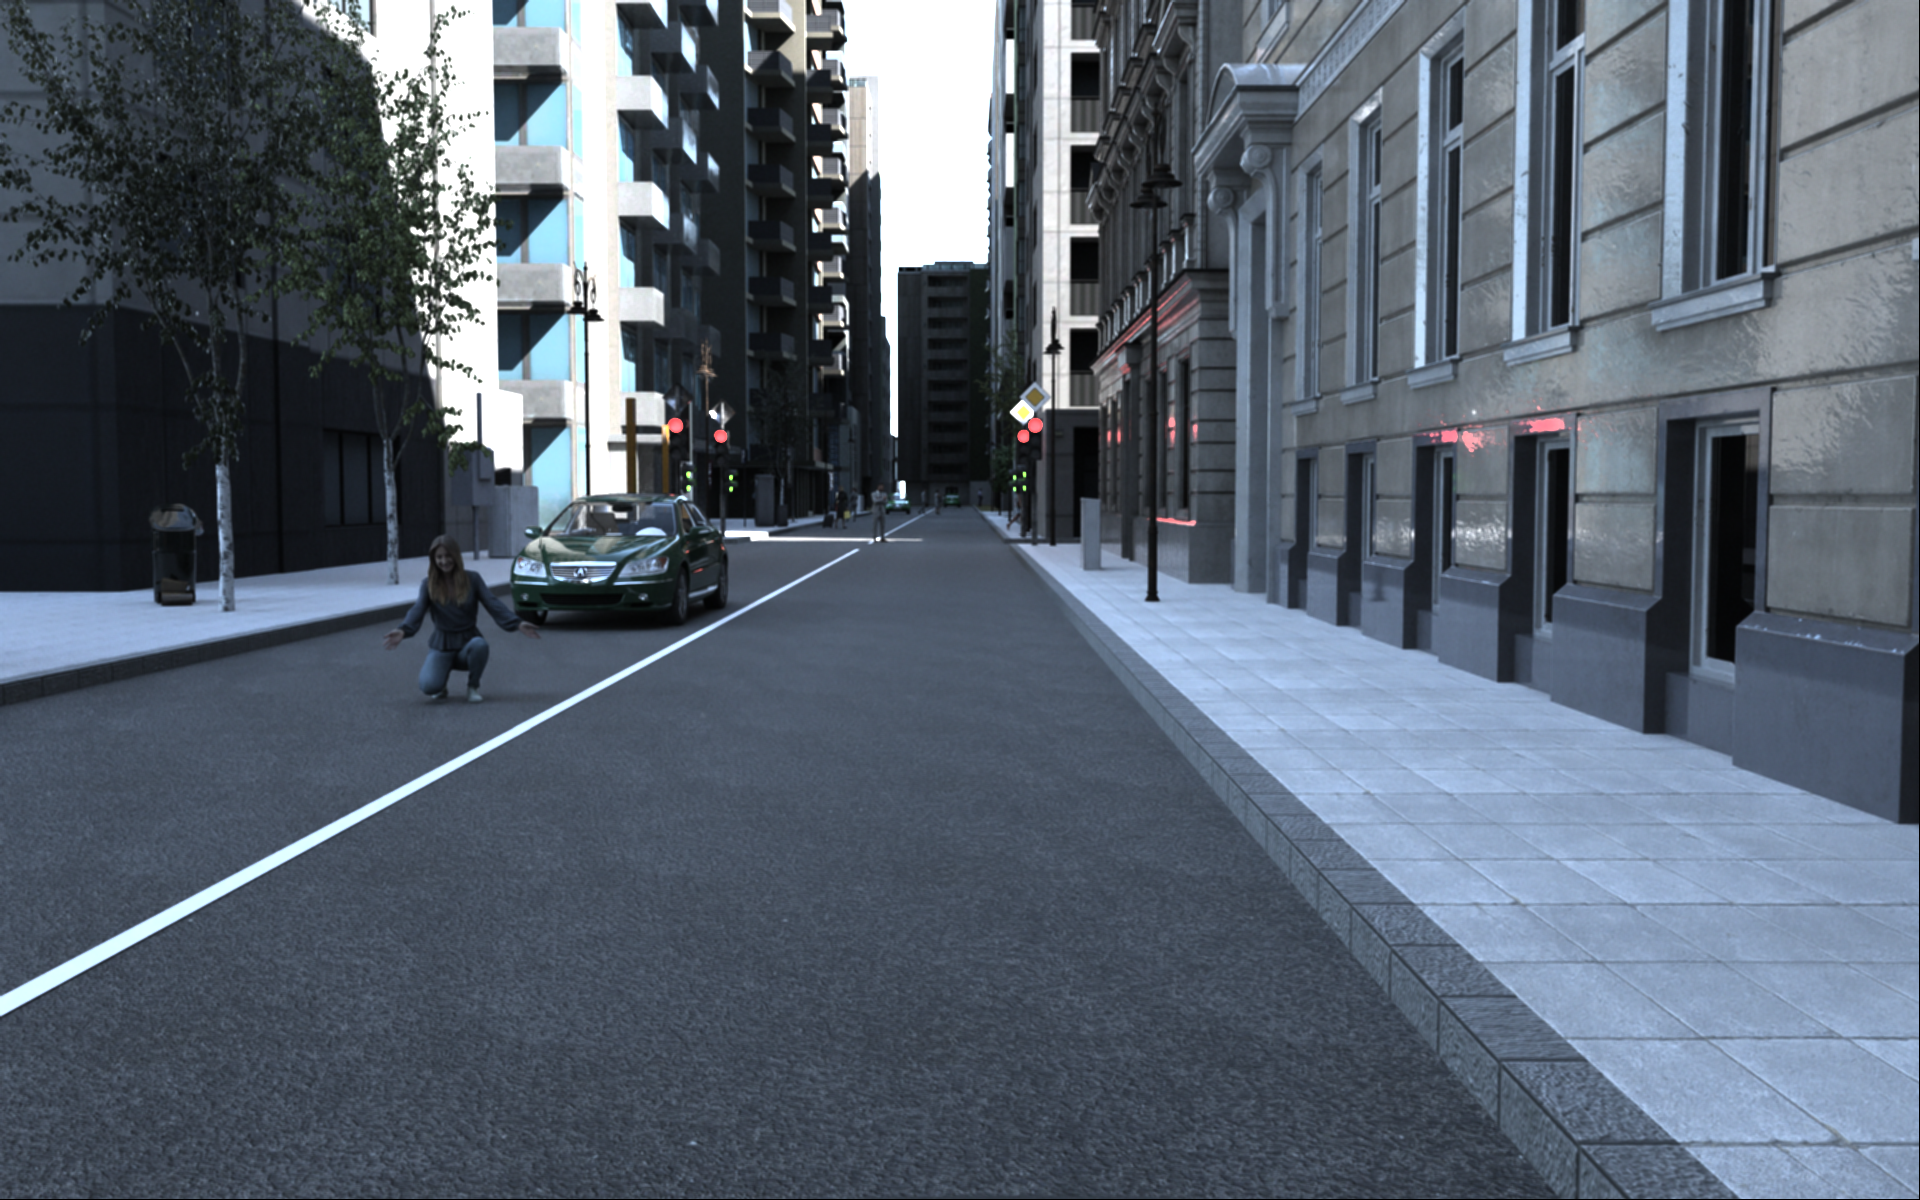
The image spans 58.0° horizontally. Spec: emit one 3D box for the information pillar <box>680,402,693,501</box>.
[{"bbox_3d":[-7.009,-3.232,44.201,0.504,3.616,0.183,3,4,38],"label":"information pillar"}]

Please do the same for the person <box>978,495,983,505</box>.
[{"bbox_3d":[2.293,-11.521,197.592,0.628,1.438,0.799,0,4,-3],"label":"person"}]

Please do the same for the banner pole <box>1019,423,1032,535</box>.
[{"bbox_3d":[2.012,-3.914,54.019,0.401,3.779,0.863,1,4,8],"label":"banner pole"}]

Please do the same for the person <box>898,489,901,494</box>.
[{"bbox_3d":[-7.277,-12.096,203.673,0.599,1.838,0.709,1,4,21],"label":"person"}]

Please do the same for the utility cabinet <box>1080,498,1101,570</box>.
[{"bbox_3d":[2.241,-1.130,29.633,0.306,1.237,1.020,0,4,1],"label":"utility cabinet"}]

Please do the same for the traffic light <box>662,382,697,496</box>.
[{"bbox_3d":[-7.014,-3.322,43.231,0.839,4.253,0.868,0,3,0],"label":"traffic light"}]

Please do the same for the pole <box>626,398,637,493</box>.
[{"bbox_3d":[-6.991,-2.632,36.877,0.158,3.312,0.155,0,3,0],"label":"pole"}]

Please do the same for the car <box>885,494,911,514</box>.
[{"bbox_3d":[-4.458,-7.056,124.169,1.959,1.807,4.718,0,4,-1],"label":"car"}]

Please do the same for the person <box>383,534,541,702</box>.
[{"bbox_3d":[-3.409,0.125,11.959,1.012,1.151,0.738,-1,4,-11],"label":"person"}]

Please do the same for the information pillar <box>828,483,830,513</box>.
[{"bbox_3d":[-9.232,-7.058,119.887,0.304,2.012,0.304,2,4,25],"label":"information pillar"}]

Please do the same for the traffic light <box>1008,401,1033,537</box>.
[{"bbox_3d":[1.856,-3.810,51.221,0.839,4.253,0.868,0,3,0],"label":"traffic light"}]

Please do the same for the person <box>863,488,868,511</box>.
[{"bbox_3d":[-7.272,-7.793,134.282,0.721,1.723,1.217,-1,4,-16],"label":"person"}]

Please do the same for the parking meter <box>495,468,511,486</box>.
[{"bbox_3d":[-10.155,-1.997,38.368,0.255,1.863,0.399,2,4,32],"label":"parking meter"}]

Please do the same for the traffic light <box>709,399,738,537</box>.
[{"bbox_3d":[-7.005,-3.810,51.216,0.839,4.253,0.868,0,3,0],"label":"traffic light"}]

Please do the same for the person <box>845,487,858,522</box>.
[{"bbox_3d":[-5.591,-4.941,89.563,0.573,1.790,0.520,2,4,32],"label":"person"}]

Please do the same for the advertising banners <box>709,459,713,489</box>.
[{"bbox_3d":[-13.260,-5.596,87.680,2.074,3.025,0.090,2,4,34],"label":"advertising banners"}]

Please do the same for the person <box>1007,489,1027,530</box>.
[{"bbox_3d":[2.027,-3.322,60.446,0.778,1.811,0.616,0,4,-2],"label":"person"}]

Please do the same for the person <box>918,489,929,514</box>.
[{"bbox_3d":[-2.553,-7.011,123.254,0.853,1.813,0.709,-1,4,-22],"label":"person"}]

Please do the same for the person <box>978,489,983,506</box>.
[{"bbox_3d":[2.221,-10.672,180.396,0.599,1.838,0.709,-2,4,-27],"label":"person"}]

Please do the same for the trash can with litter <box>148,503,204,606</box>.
[{"bbox_3d":[-9.129,-0.543,20.268,0.624,1.170,1.055,-2,4,-29],"label":"trash can with litter"}]

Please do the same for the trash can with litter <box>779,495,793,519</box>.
[{"bbox_3d":[-9.254,-4.696,87.842,2.233,1.210,1.678,1,4,14],"label":"trash can with litter"}]

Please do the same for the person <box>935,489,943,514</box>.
[{"bbox_3d":[-1.456,-6.895,121.586,0.532,1.782,0.716,-1,4,-23],"label":"person"}]

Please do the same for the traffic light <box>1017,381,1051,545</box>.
[{"bbox_3d":[1.847,-3.322,43.236,0.839,4.253,0.868,0,3,0],"label":"traffic light"}]

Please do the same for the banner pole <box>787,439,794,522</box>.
[{"bbox_3d":[-7.657,-5.404,78.377,0.401,3.779,0.863,1,4,21],"label":"banner pole"}]

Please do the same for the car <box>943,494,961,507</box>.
[{"bbox_3d":[-0.854,-10.903,187.056,1.959,1.807,4.718,0,4,-1],"label":"car"}]

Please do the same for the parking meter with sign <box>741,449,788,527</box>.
[{"bbox_3d":[-7.619,-4.368,67.678,1.738,3.016,0.543,-2,4,-24],"label":"parking meter with sign"}]

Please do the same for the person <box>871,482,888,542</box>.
[{"bbox_3d":[-2.375,-2.629,51.663,0.511,1.800,0.466,-3,5,-39],"label":"person"}]

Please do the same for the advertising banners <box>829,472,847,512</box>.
[{"bbox_3d":[-8.747,-7.808,123.843,0.090,3.025,2.074,-3,5,-41],"label":"advertising banners"}]

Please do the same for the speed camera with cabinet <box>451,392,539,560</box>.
[{"bbox_3d":[-9.247,-2.455,34.473,0.660,3.252,2.038,2,4,24],"label":"speed camera with cabinet"}]

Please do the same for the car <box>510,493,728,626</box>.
[{"bbox_3d":[-3.891,-0.525,20.388,2.131,1.459,4.920,0,4,1],"label":"car"}]

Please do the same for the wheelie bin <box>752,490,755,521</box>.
[{"bbox_3d":[-8.348,-3.975,72.897,0.693,1.594,0.980,1,4,22],"label":"wheelie bin"}]

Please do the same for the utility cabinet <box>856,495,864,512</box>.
[{"bbox_3d":[-7.166,-6.826,122.773,0.306,1.237,1.020,-2,4,-33],"label":"utility cabinet"}]

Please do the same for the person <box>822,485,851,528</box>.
[{"bbox_3d":[-5.153,-3.906,72.585,0.699,1.804,1.509,-2,4,-29],"label":"person"}]

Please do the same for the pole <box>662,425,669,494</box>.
[{"bbox_3d":[-8.720,-3.516,51.331,0.158,3.312,0.155,0,3,0],"label":"pole"}]
